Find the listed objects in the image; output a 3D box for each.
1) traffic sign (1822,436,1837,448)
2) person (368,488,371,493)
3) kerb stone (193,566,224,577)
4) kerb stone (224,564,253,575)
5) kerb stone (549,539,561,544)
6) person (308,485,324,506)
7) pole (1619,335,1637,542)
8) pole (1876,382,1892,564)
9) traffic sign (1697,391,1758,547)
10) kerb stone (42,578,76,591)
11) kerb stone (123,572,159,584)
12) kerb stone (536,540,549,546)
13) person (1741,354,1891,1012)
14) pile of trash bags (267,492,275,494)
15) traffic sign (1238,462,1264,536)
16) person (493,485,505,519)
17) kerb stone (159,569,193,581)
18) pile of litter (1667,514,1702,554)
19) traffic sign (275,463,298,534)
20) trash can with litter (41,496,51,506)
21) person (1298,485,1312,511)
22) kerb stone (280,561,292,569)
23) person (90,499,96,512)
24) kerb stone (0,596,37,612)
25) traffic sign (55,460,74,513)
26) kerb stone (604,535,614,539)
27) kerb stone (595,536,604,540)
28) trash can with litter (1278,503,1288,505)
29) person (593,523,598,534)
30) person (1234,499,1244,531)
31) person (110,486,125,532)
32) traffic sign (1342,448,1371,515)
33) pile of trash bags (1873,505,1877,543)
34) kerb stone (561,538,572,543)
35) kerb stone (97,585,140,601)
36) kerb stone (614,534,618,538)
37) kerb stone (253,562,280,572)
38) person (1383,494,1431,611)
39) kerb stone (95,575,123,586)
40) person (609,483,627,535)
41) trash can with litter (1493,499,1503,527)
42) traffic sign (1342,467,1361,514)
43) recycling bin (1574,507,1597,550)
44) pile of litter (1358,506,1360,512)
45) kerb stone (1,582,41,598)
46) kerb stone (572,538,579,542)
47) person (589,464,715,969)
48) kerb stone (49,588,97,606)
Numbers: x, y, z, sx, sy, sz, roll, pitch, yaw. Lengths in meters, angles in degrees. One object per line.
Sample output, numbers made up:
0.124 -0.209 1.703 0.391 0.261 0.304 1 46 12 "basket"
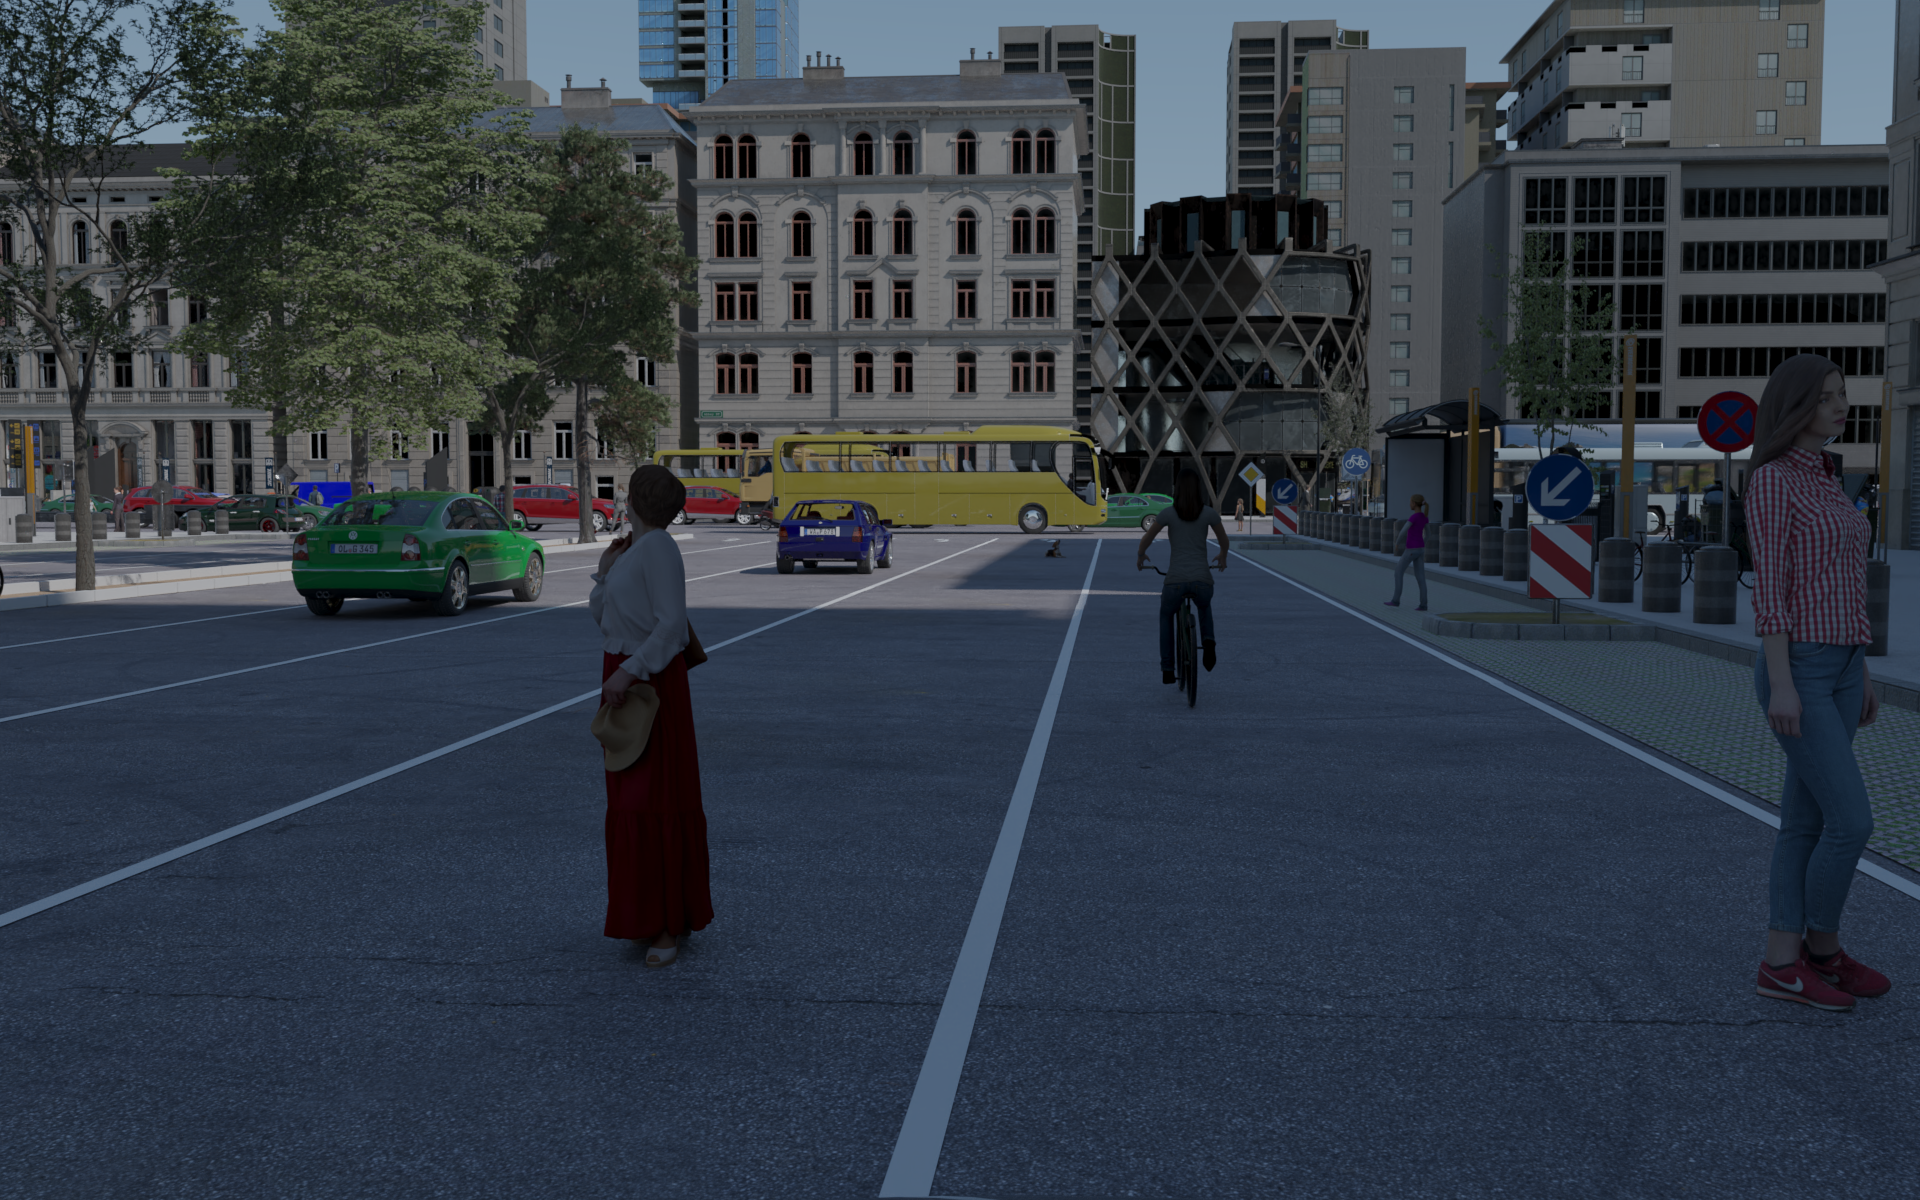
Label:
9.854 -1.228 20.184 0.768 2.556 0.104 0 4 8 "traffic sign"
-27.811 -4.406 81.481 0.436 1.711 0.756 -3 5 -40 "person"
-13.082 -0.473 29.938 0.120 0.150 1.000 0 4 5 "kerb stone"
-12.989 -0.536 30.966 0.120 0.150 1.000 0 4 5 "kerb stone"
-11.449 -1.602 48.403 0.120 0.150 1.000 0 4 5 "kerb stone"
-28.665 -4.185 76.916 0.794 1.824 0.713 0 4 -7 "person"
8.595 -1.740 22.297 0.158 3.312 0.155 0 3 0 "pole"
16.839 -2.306 31.547 0.158 3.312 0.155 0 3 0 "pole"
9.508 -1.307 21.479 0.768 2.556 0.104 1 4 9 "traffic sign"
-13.448 -0.222 25.820 0.120 0.150 1.000 0 4 5 "kerb stone"
-13.263 -0.346 27.877 0.120 0.150 1.000 0 4 5 "kerb stone"
-11.530 -1.540 47.379 0.120 0.150 1.000 0 4 5 "kerb stone"
2.384 0.224 4.848 0.388 1.821 0.555 3 4 38 "person"
-48.416 -6.903 122.617 3.447 1.369 1.912 1 4 23 "pile of trash bags"
8.991 -3.052 53.547 0.795 2.450 0.064 0 4 5 "traffic sign"
-14.481 -2.782 54.816 0.563 1.720 0.643 0 4 3 "person"
-13.168 -0.410 28.904 0.120 0.150 1.000 0 4 5 "kerb stone"
15.722 -1.434 37.410 1.719 0.858 1.176 2 4 25 "pile of litter"
-21.880 -3.220 56.295 0.795 2.450 0.064 0 4 5 "traffic sign"
-55.082 -5.656 103.867 1.055 1.170 0.624 -2 4 -28 "trash can with litter"
16.157 -4.427 80.655 0.755 1.850 0.659 0 4 -8 "person"
-12.815 -0.657 33.029 0.120 0.150 1.000 0 4 5 "kerb stone"
-42.478 -4.351 84.660 0.505 1.210 0.382 -1 4 -14 "person"
-11.720 0.045 21.525 0.120 0.150 1.000 0 4 5 "kerb stone"
-26.936 -3.056 52.102 0.606 2.300 0.079 0 4 7 "traffic sign"
-10.988 -1.914 53.541 0.120 0.150 1.000 0 4 5 "kerb stone"
-11.075 -1.850 52.512 0.120 0.150 1.000 0 4 5 "kerb stone"
17.512 -4.934 91.721 2.233 1.210 1.678 0 4 2 "trash can with litter"
-13.300 -3.118 62.020 0.480 1.512 0.613 3 5 42 "person"
10.697 -3.257 66.413 0.362 1.253 0.373 -3 4 -37 "person"
-30.121 -3.219 61.938 0.445 1.727 0.742 -1 4 -22 "person"
10.881 -2.903 47.568 0.768 2.556 0.104 1 4 14 "traffic sign"
24.840 -2.294 47.254 1.912 1.369 3.447 0 4 4 "pile of trash bags"
-11.351 -1.666 49.437 0.120 0.150 1.000 0 4 5 "kerb stone"
-11.533 -0.078 23.578 0.120 0.150 1.000 0 4 5 "kerb stone"
-10.891 -1.981 54.582 0.120 0.150 1.000 0 4 5 "kerb stone"
-12.913 -0.599 31.994 0.120 0.150 1.000 0 4 5 "kerb stone"
5.430 -0.577 21.165 0.726 1.435 0.776 -3 5 -42 "person"
-13.359 -0.285 26.854 0.120 0.150 1.000 0 4 5 "kerb stone"
-11.661 -3.070 58.965 0.573 1.790 0.520 2 4 34 "person"
12.691 -1.845 41.546 0.624 1.170 1.055 1 4 16 "trash can with litter"
12.032 -3.126 53.243 0.606 2.300 0.079 0 4 6 "traffic sign"
12.276 -1.328 34.264 0.722 1.027 0.722 1 4 22 "recycling bin"
30.035 -6.861 126.150 1.719 0.858 1.176 -3 4 -36 "pile of litter"
-13.538 -0.159 24.792 0.120 0.150 1.000 0 4 5 "kerb stone"
-11.265 -1.729 50.461 0.120 0.150 1.000 0 4 5 "kerb stone"
-0.968 0.339 5.419 0.387 1.526 0.523 -1 4 -15 "person"
-11.623 -0.022 22.548 0.120 0.150 1.000 0 4 5 "kerb stone"
